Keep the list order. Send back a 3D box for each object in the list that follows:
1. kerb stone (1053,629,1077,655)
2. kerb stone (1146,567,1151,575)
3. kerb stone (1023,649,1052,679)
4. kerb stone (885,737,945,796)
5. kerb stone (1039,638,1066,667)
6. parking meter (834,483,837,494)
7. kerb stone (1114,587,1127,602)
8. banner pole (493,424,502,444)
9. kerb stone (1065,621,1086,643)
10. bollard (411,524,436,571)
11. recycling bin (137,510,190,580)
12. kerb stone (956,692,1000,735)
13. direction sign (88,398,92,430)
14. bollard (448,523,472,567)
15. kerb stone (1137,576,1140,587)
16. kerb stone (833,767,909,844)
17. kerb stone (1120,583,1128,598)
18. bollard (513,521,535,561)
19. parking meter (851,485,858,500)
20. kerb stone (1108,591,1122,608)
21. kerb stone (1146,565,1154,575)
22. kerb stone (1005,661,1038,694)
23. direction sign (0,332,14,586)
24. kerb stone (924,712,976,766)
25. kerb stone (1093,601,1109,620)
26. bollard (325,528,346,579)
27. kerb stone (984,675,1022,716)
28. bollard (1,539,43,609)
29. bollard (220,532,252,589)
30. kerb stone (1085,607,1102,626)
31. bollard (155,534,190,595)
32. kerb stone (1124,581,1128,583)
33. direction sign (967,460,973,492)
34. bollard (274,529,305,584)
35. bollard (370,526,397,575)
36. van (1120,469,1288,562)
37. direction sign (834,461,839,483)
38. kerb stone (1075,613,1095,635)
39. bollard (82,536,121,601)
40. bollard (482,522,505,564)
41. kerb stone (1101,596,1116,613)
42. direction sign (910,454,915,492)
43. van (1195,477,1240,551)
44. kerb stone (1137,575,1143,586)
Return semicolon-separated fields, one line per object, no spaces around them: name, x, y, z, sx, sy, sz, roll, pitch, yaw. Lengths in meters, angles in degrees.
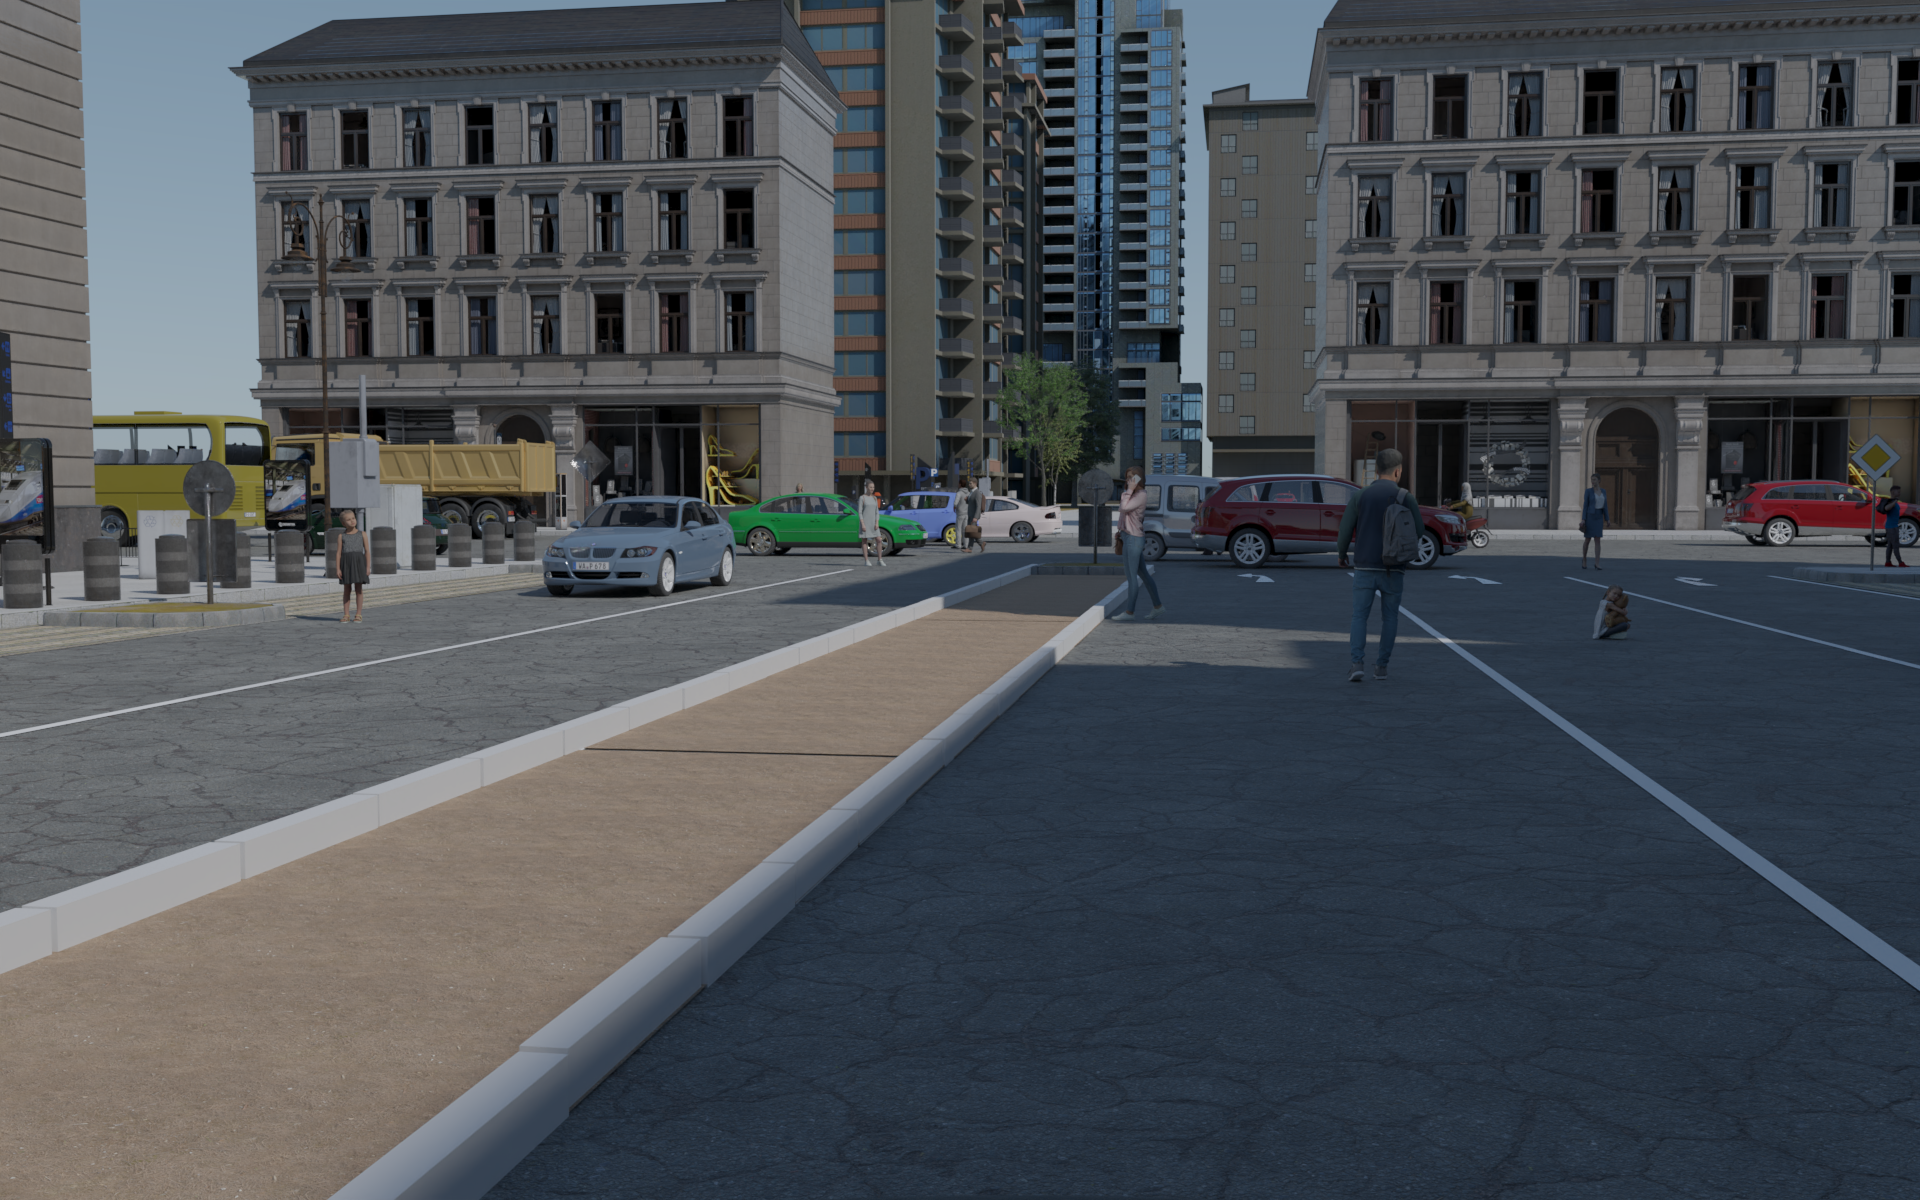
kerb stone;0.928;0.398;15.692;0.120;0.150;1.000;1;4;9
kerb stone;3.051;-0.410;28.897;0.120;0.150;1.000;1;4;9
kerb stone;0.596;0.525;13.668;0.120;0.150;1.000;1;4;9
kerb stone;-0.230;0.838;8.578;0.120;0.150;1.000;1;4;9
kerb stone;0.764;0.463;14.680;0.120;0.150;1.000;1;4;9
parking meter;-6.862;-5.375;93.591;0.399;1.863;0.255;2;4;24
kerb stone;2.074;-0.036;22.807;0.120;0.150;1.000;1;4;9
banner pole;-16.583;-4.413;62.174;0.401;3.779;0.863;0;4;8
kerb stone;1.087;0.336;16.710;0.120;0.150;1.000;1;4;9
bollard;-9.017;-0.880;29.105;0.404;0.777;0.398;0;3;0
recycling bin;-12.128;-0.847;26.409;0.722;1.027;0.722;-2;4;-23
kerb stone;0.099;0.709;10.607;0.120;0.150;1.000;1;4;9
direction sign;-16.636;-2.465;32.305;0.876;3.537;0.379;-1;4;-10
bollard;-8.801;-0.964;30.473;0.404;0.777;0.398;0;3;0
kerb stone;2.563;-0.223;25.846;0.120;0.150;1.000;1;4;9
kerb stone;-0.388;0.895;7.560;0.120;0.150;1.000;1;4;9
kerb stone;2.240;-0.094;23.821;0.120;0.150;1.000;1;4;9
bollard;-8.354;-1.131;33.203;0.404;0.777;0.398;0;3;0
parking meter;-6.792;-6.489;111.806;0.399;1.863;0.255;2;4;28
kerb stone;1.908;0.025;21.787;0.120;0.150;1.000;1;4;9
kerb stone;3.216;-0.472;29.909;0.120;0.150;1.000;1;4;9
kerb stone;0.435;0.585;12.651;0.120;0.150;1.000;1;4;9
direction sign;-13.370;-1.966;24.134;0.379;3.537;0.876;0;4;-8
kerb stone;-0.059;0.771;9.594;0.120;0.150;1.000;1;4;9
kerb stone;1.575;0.149;19.752;0.120;0.150;1.000;1;4;9
bollard;-9.456;-0.713;26.375;0.404;0.777;0.398;0;3;0
kerb stone;0.274;0.646;11.630;0.120;0.150;1.000;1;4;9
bollard;-10.562;-0.293;19.510;0.404;0.777;0.398;0;3;0
bollard;-9.895;-0.546;23.640;0.404;0.777;0.398;0;3;0
kerb stone;1.411;0.213;18.739;0.120;0.150;1.000;1;4;9
bollard;-10.123;-0.462;22.267;0.404;0.777;0.398;0;3;0
kerb stone;2.394;-0.161;24.835;0.120;0.150;1.000;1;4;9
direction sign;0.667;-7.586;116.034;0.379;3.537;0.876;2;4;26
bollard;-9.679;-0.629;24.998;0.404;0.777;0.398;0;3;0
bollard;-9.235;-0.797;27.747;0.404;0.777;0.398;0;3;0
van;5.496;-1.853;37.301;4.112;2.044;2.013;1;4;10
direction sign;-8.738;-7.790;119.360;0.876;3.537;0.379;2;4;29
kerb stone;1.253;0.273;17.726;0.120;0.150;1.000;1;4;9
bollard;-10.346;-0.377;20.878;0.404;0.777;0.398;0;3;0
bollard;-8.577;-1.047;31.830;0.404;0.777;0.398;0;3;0
kerb stone;1.740;0.092;20.774;0.120;0.150;1.000;1;4;9
direction sign;-2.695;-6.499;98.255;0.379;3.537;0.876;1;4;13
van;6.923;-2.305;44.692;2.013;2.044;4.112;1;4;9
kerb stone;2.727;-0.282;26.866;0.120;0.150;1.000;1;4;9
